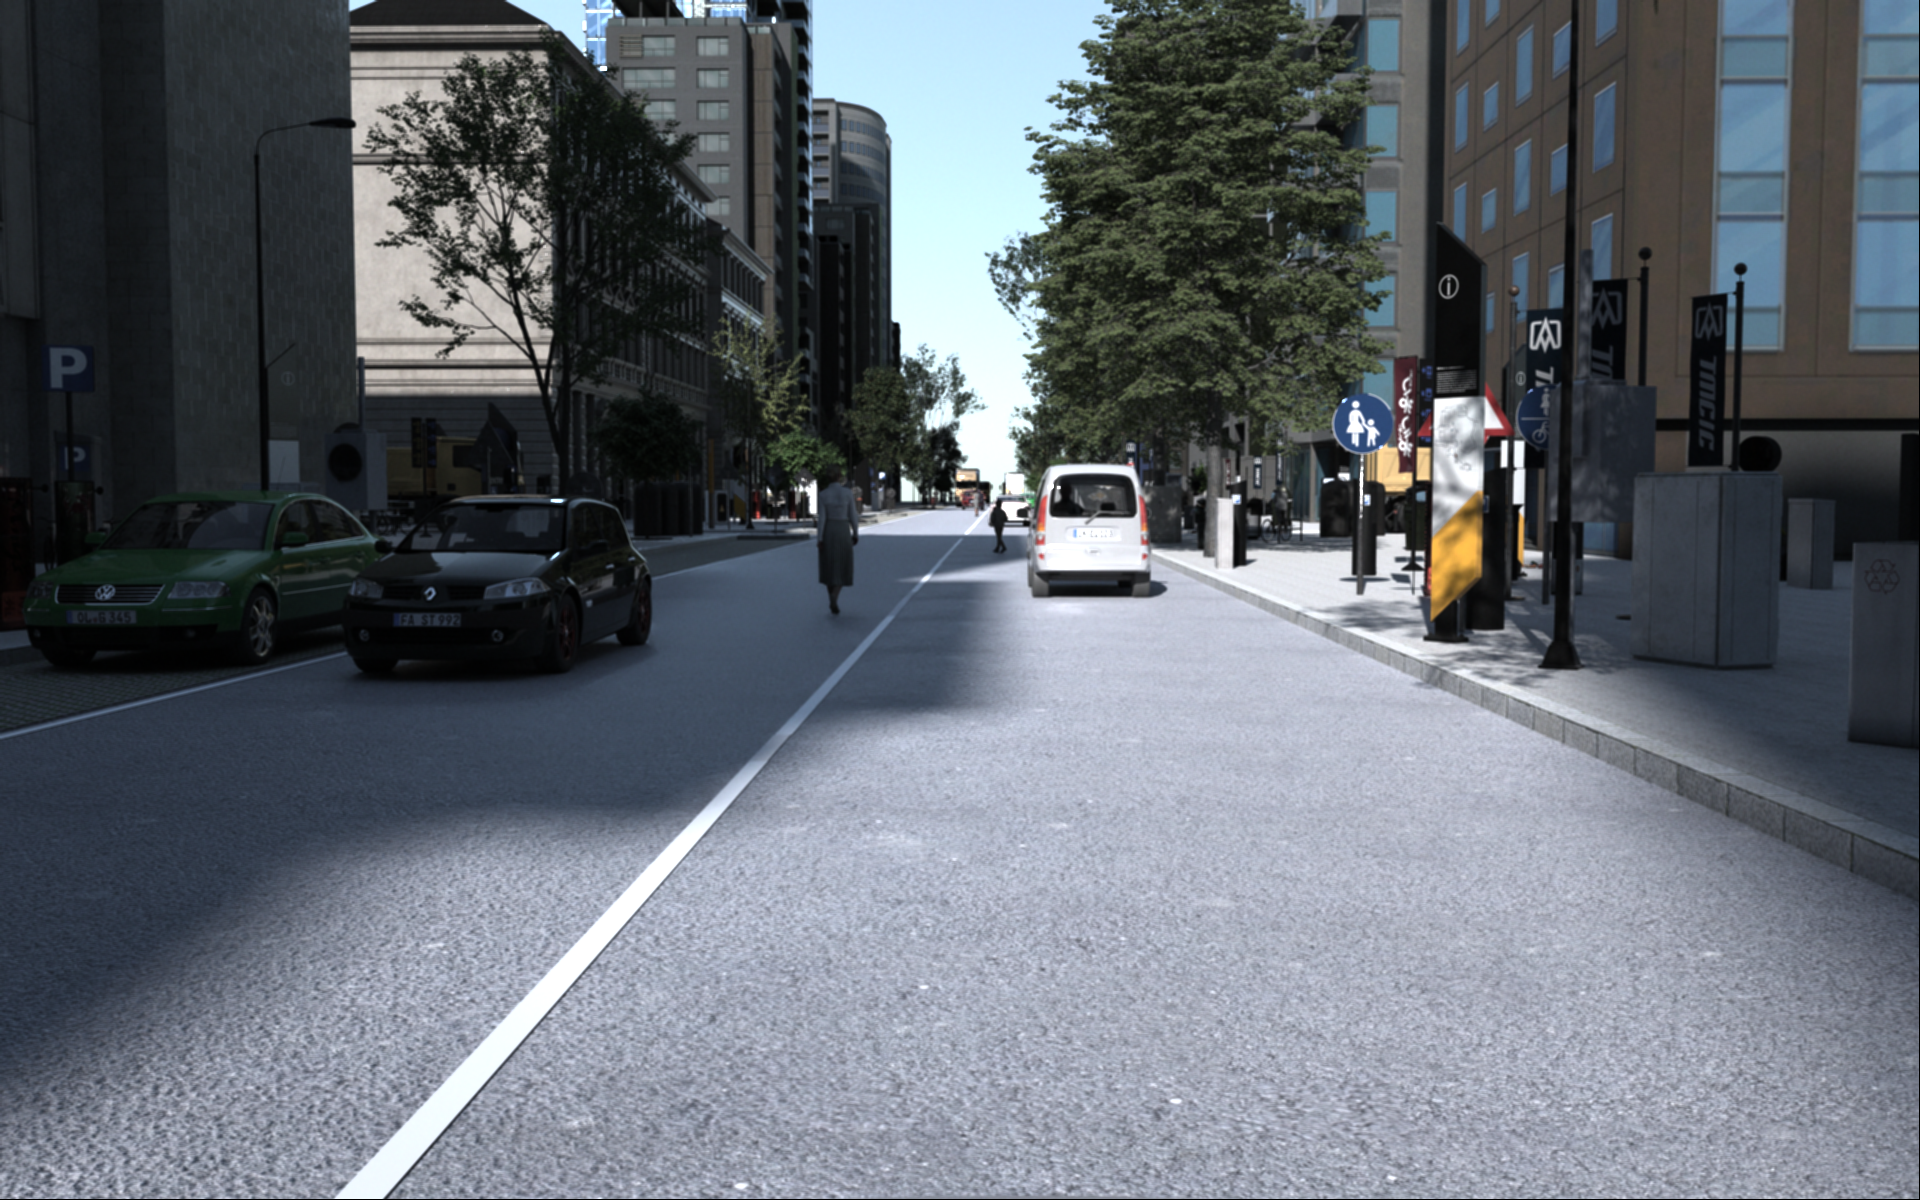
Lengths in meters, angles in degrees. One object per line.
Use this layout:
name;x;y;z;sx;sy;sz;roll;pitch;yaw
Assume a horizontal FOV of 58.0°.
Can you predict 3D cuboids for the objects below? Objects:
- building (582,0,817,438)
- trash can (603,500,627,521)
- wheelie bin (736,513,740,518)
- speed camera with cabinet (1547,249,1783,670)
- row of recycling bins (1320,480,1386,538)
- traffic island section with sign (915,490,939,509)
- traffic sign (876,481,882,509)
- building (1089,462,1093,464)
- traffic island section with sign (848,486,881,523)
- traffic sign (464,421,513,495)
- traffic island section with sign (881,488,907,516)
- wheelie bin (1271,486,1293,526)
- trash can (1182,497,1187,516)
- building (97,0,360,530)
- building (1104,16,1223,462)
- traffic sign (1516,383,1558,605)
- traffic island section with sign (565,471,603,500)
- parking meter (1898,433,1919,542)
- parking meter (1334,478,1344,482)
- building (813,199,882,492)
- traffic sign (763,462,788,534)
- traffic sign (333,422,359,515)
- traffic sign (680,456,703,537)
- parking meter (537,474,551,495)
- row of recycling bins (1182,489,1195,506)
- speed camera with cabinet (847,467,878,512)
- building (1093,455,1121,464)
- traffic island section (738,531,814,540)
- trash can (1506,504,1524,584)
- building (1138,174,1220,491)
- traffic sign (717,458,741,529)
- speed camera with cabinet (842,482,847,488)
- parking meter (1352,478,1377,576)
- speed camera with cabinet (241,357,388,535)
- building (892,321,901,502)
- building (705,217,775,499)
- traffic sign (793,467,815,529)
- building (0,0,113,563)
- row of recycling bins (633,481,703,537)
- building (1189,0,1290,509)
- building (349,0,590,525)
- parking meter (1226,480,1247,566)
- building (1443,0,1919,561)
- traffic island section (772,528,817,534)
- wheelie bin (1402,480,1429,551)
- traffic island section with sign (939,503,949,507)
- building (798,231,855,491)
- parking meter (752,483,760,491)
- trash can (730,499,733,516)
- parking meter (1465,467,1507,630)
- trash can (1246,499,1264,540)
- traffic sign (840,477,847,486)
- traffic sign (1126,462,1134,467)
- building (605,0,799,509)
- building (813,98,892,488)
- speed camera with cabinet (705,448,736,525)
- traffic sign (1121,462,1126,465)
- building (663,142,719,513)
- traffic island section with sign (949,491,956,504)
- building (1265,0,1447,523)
building;-24.771;-52.293;167.659;22.319;86.520;31.000;0;4;1
trash can;-8.394;-1.839;41.728;0.748;1.137;0.748;0;3;0
wheelie bin;-11.659;-5.145;92.029;0.980;1.594;0.693;0;4;-2
speed camera with cabinet;5.464;-1.174;13.529;0.660;3.252;2.038;-1;4;-18
row of recycling bins;11.952;-2.771;52.425;1.069;1.692;3.534;3;4;37
traffic island section with sign;-3.236;-9.430;162.804;1.989;1.847;2.006;0;4;1
traffic sign;-6.273;-7.998;132.898;0.606;2.300;0.079;0;4;6
building;26.314;-29.806;259.034;14.160;30.474;14.107;0;4;1
traffic island section with sign;-5.135;-4.735;86.042;1.989;1.847;2.006;0;4;1
traffic sign;-8.365;-1.879;30.732;0.884;2.594;0.081;0;4;3
traffic island section with sign;-4.472;-6.383;112.989;1.989;1.847;2.006;0;4;1
wheelie bin;12.941;-3.787;69.830;0.980;1.594;0.693;-3;5;-41
trash can;12.884;-5.442;100.623;0.748;1.137;0.748;0;3;0
building;-24.830;-11.421;41.487;16.860;20.320;10.420;0;4;1
building;30.902;-36.777;190.535;28.713;52.752;27.495;0;4;1
traffic sign;6.809;-1.220;20.060;0.768;2.556;0.104;0;4;7
traffic island section with sign;-6.522;-1.290;29.724;1.989;1.847;2.006;0;4;1
parking meter;9.342;-0.677;16.785;0.399;1.863;0.255;0;4;-2
parking meter;14.050;-3.571;64.093;0.399;1.863;0.255;-2;4;-25
building;-18.101;-33.835;236.793;14.154;41.232;14.086;0;4;1
traffic sign;-5.869;-3.147;55.098;0.795;2.450;0.064;0;4;1
traffic sign;-10.825;-1.878;30.806;0.768;2.556;0.104;0;4;3
traffic sign;-7.994;-3.136;51.385;0.768;2.556;0.104;0;4;5
parking meter;-12.104;-2.733;50.400;0.255;1.863;0.399;1;4;21
row of recycling bins;15.353;-7.165;124.255;3.534;1.692;1.069;-1;4;-15
speed camera with cabinet;-6.978;-8.031;125.643;2.038;3.252;0.660;-1;4;-14
building;25.741;-34.282;244.104;14.154;41.232;14.086;0;4;1
traffic island section;-5.893;-2.011;55.161;2.009;0.180;2.903;0;4;1
trash can;7.628;-0.795;24.647;0.748;1.137;0.748;0;3;0
building;23.316;-23.529;156.402;14.160;30.474;14.107;0;4;1
traffic sign;-8.386;-3.842;62.827;0.884;2.594;0.081;0;4;5
speed camera with cabinet;-8.208;-8.211;128.579;0.660;3.252;2.038;2;4;24
parking meter;6.381;-1.156;27.316;0.372;1.533;0.369;0;3;0
speed camera with cabinet;-9.355;-1.879;25.055;2.038;3.252;0.660;1;4;13
building;-16.986;-31.127;280.620;14.160;30.474;14.107;0;4;1
building;-20.126;-17.447;121.420;11.583;22.565;21.152;0;4;1
traffic sign;-5.672;-3.635;63.081;0.795;2.450;0.064;0;4;1
building;-22.959;-12.579;23.694;12.078;24.808;19.932;0;4;1
row of recycling bins;-9.014;-2.862;53.908;1.069;1.692;3.534;1;4;19
building;27.515;-41.700;120.049;20.563;71.187;20.611;0;4;1
building;-21.491;-15.420;81.002;11.050;23.489;19.941;0;4;1
parking meter;4.940;-1.382;31.001;0.372;1.533;0.369;0;3;0
building;19.685;-23.746;38.365;14.600;45.320;14.200;0;4;1
traffic island section;-5.696;-2.499;63.143;2.009;0.180;2.903;0;4;1
wheelie bin;10.450;-1.914;39.207;0.693;1.594;0.980;-1;4;-18
traffic island section with sign;-2.559;-11.101;190.121;1.989;1.847;2.006;0;4;1
building;-19.196;-25.691;191.751;14.160;30.474;14.107;0;4;1
parking meter;-10.472;-5.081;88.787;0.399;1.863;0.255;3;5;44
trash can;-13.334;-5.454;100.833;0.748;1.137;0.748;0;3;0
parking meter;4.986;-0.491;16.442;0.372;1.533;0.369;0;3;0
trash can;8.222;-2.288;49.060;0.748;1.137;0.748;0;3;0
traffic sign;-7.051;-6.265;102.535;0.768;2.556;0.104;0;4;5
traffic sign;6.904;-4.248;69.565;0.768;2.556;0.104;0;4;7
building;-21.339;-28.284;146.043;14.154;41.232;14.086;0;4;1
building;-21.567;-43.817;258.413;21.231;58.520;28.212;0;4;1
speed camera with cabinet;-9.983;-4.849;73.614;0.660;3.252;2.038;2;4;31
traffic sign;5.171;-3.129;54.807;0.795;2.450;0.064;0;4;1
building;-21.115;-16.638;100.903;11.050;23.489;19.941;0;4;1
traffic island section with sign;-1.205;-14.462;245.074;1.989;1.847;2.006;0;4;1
building;29.671;-28.169;80.170;30.456;49.044;23.786;0;4;1
